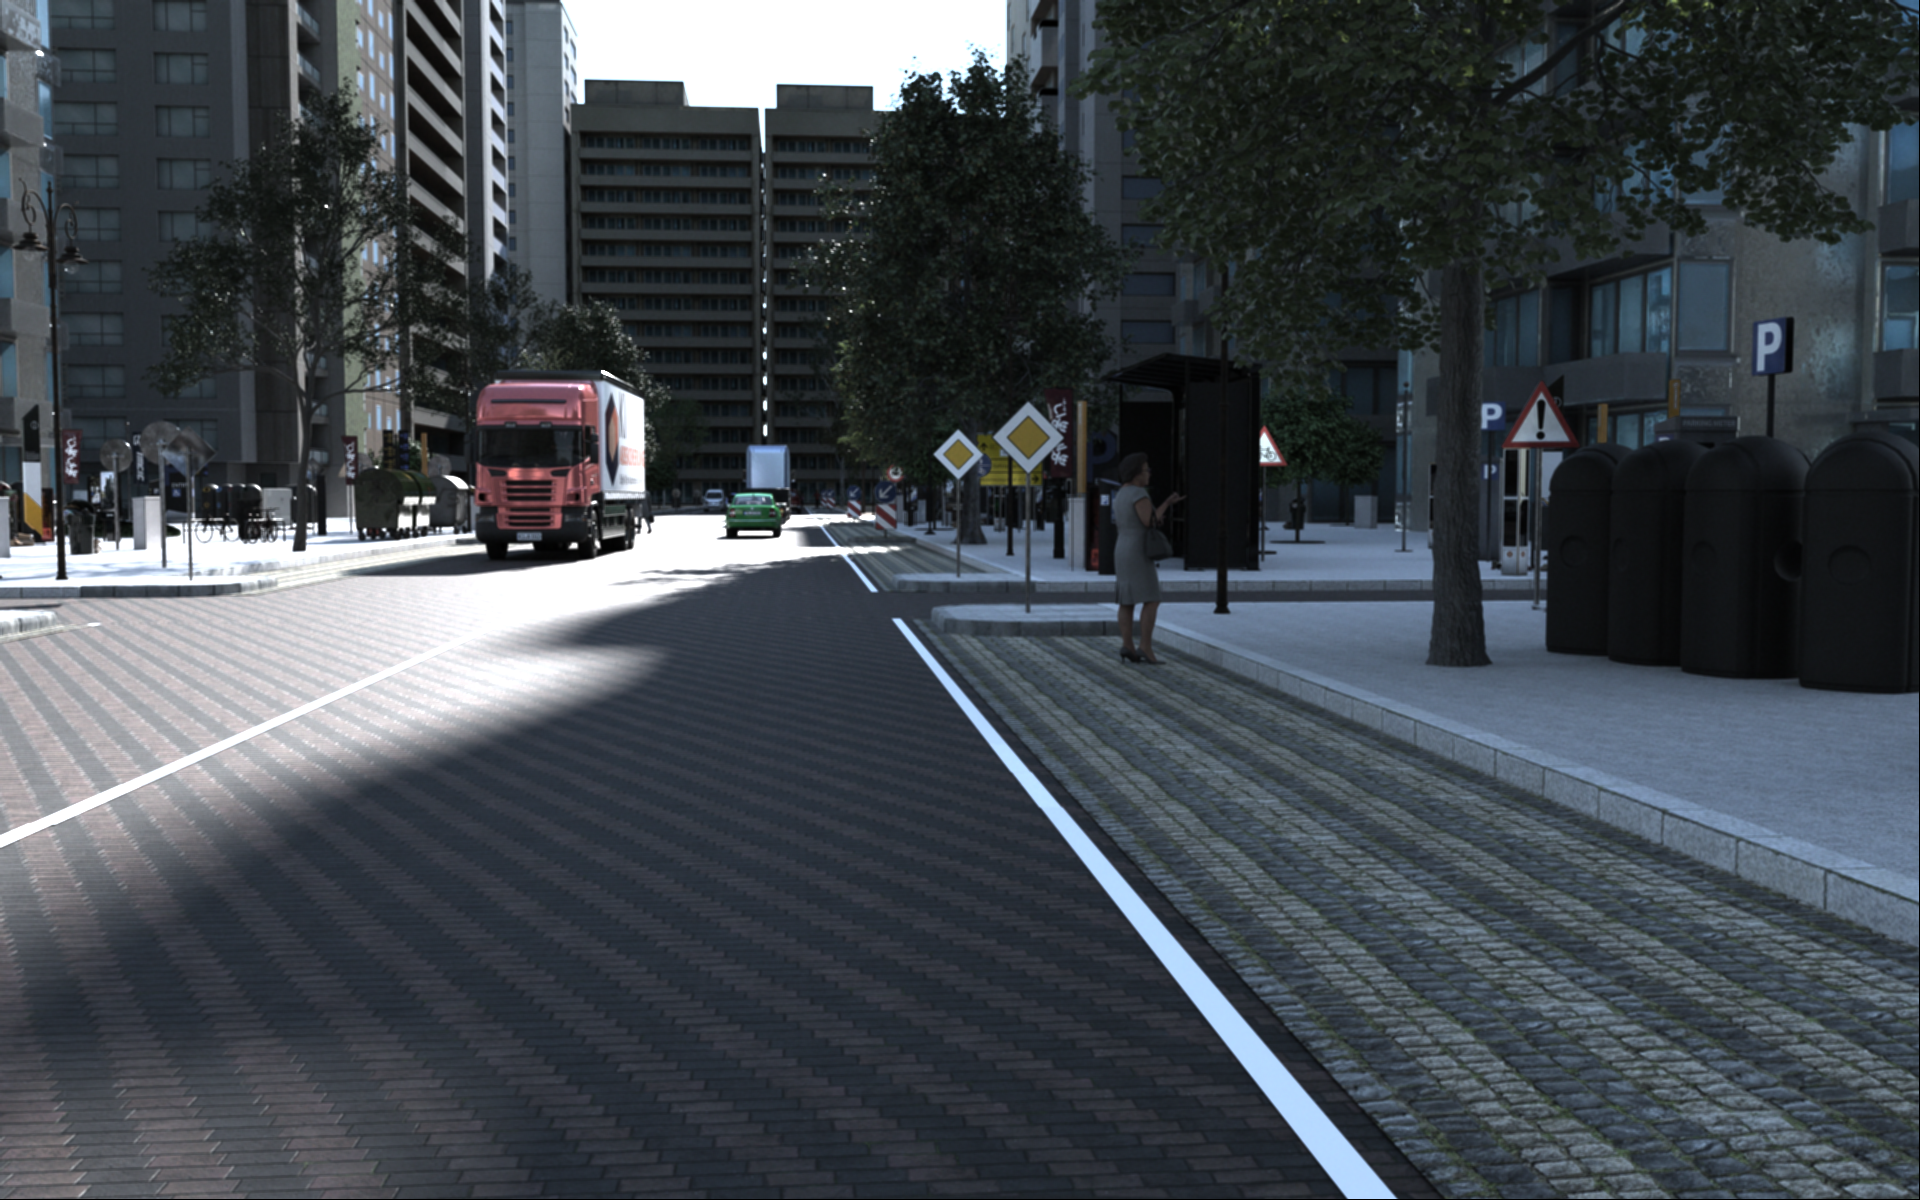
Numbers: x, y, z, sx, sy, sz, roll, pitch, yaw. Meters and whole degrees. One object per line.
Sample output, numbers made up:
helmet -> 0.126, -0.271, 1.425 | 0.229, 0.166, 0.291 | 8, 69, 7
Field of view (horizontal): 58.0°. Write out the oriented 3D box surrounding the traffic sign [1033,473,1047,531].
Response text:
traffic sign -> 2.570, -3.657, 59.790 | 0.884, 2.594, 0.081 | 0, 4, 2

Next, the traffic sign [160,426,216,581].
traffic sign -> -11.373, -1.340, 25.558 | 0.795, 2.450, 0.064 | 0, 4, -5

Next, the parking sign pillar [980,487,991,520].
parking sign pillar -> 0.665, -5.235, 74.067 | 1.447, 3.967, 1.447 | 1, 4, 21

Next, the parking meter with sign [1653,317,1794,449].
parking meter with sign -> 7.283, -1.282, 17.214 | 1.738, 3.016, 0.543 | -1, 4, -9

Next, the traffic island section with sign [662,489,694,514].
traffic island section with sign -> -20.745, -7.237, 126.948 | 1.989, 1.847, 2.006 | 0, 4, -5

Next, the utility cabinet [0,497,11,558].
utility cabinet -> -19.283, -1.417, 34.324 | 0.306, 1.237, 1.020 | 0, 4, 5

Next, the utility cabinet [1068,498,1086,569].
utility cabinet -> 2.168, -1.169, 30.281 | 0.306, 1.237, 1.020 | -1, 4, -12

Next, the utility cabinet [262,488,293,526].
utility cabinet -> -26.924, -3.651, 68.378 | 0.318, 1.500, 1.173 | 2, 4, 29

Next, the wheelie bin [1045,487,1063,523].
wheelie bin -> 4.191, -4.272, 77.756 | 0.980, 1.594, 0.693 | 3, 5, 43

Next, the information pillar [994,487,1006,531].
information pillar -> 1.377, -3.400, 60.075 | 0.304, 2.012, 0.304 | 2, 4, 34

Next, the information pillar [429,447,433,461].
information pillar -> -26.342, -5.807, 86.305 | 0.183, 3.616, 0.504 | -2, 4, -26

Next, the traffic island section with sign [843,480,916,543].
traffic island section with sign -> -2.341, -2.603, 51.184 | 1.989, 1.847, 2.006 | 0, 4, -5

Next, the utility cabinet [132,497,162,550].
utility cabinet -> -18.851, -1.773, 40.157 | 0.306, 1.237, 1.020 | 0, 4, -5

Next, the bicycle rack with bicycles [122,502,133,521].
bicycle rack with bicycles -> -38.873, -4.174, 81.632 | 2.925, 0.926, 2.852 | 0, 4, 1

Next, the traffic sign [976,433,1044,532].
traffic sign -> 1.656, -3.912, 57.826 | 2.265, 3.308, 0.079 | 0, 3, 0

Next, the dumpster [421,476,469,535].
dumpster -> -16.443, -3.023, 55.178 | 1.264, 1.857, 1.865 | 0, 4, -5

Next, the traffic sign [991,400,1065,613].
traffic sign -> 0.731, -0.919, 18.667 | 0.795, 2.450, 0.064 | 0, 4, -5

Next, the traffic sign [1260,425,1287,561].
traffic sign -> 5.766, -2.013, 32.916 | 0.884, 2.594, 0.081 | 0, 4, 1

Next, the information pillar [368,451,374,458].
information pillar -> -32.125, -6.297, 94.303 | 0.504, 3.616, 0.183 | -1, 4, -10

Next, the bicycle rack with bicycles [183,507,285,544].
bicycle rack with bicycles -> -18.913, -1.975, 45.670 | 2.852, 0.926, 2.925 | 1, 4, 12

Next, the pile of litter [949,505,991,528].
pile of litter -> 0.109, -3.166, 65.731 | 1.176, 0.858, 1.719 | 3, 4, 37

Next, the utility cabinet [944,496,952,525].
utility cabinet -> -0.510, -3.671, 71.190 | 0.306, 1.237, 1.020 | 0, 4, -5

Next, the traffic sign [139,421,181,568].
traffic sign -> -13.897, -1.839, 30.178 | 0.768, 2.556, 0.104 | 0, 4, -3

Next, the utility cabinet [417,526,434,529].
utility cabinet -> -19.299, -3.108, 61.983 | 1.020, 1.237, 0.306 | 0, 4, -2

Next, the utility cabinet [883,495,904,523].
utility cabinet -> -2.879, -4.029, 77.038 | 1.020, 1.237, 0.306 | 1, 4, 9

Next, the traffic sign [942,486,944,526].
traffic sign -> -0.696, -4.259, 69.741 | 0.768, 2.556, 0.104 | 0, 4, 2

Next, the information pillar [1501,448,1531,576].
information pillar -> 8.756, -1.395, 27.297 | 0.304, 2.012, 0.304 | -3, 5, -41

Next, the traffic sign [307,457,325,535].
traffic sign -> -20.315, -3.254, 54.380 | 0.795, 2.450, 0.064 | 0, 4, -1

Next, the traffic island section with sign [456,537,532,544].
traffic island section with sign -> -13.415, -2.539, 50.140 | 1.989, 1.847, 2.006 | 0, 4, -5

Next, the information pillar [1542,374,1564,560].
information pillar -> 11.545, -2.601, 33.883 | 0.504, 3.616, 0.183 | 1, 4, 12

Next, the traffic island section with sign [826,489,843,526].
traffic island section with sign -> -4.905, -4.244, 78.017 | 1.989, 1.847, 2.006 | 0, 4, -5

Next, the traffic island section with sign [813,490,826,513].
traffic island section with sign -> -9.673, -7.301, 127.992 | 1.989, 1.847, 2.006 | 0, 4, -5

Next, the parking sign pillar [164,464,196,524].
parking sign pillar -> -34.264, -5.341, 75.800 | 1.447, 3.967, 1.447 | -1, 4, -11

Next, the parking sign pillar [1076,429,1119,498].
parking sign pillar -> 4.263, -3.968, 53.341 | 1.447, 3.967, 1.447 | -1, 4, -16

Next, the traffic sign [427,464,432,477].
traffic sign -> -22.765, -4.536, 74.275 | 0.768, 2.556, 0.104 | 0, 3, 0

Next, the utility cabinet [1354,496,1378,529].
utility cabinet -> 15.045, -3.243, 64.184 | 0.306, 1.237, 1.020 | -2, 4, -24

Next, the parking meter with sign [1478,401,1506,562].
parking meter with sign -> 10.297, -2.278, 33.512 | 0.543, 3.016, 1.738 | 1, 4, 20

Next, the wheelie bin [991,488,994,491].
wheelie bin -> 1.946, -5.397, 96.149 | 0.980, 1.594, 0.693 | -2, 4, -23

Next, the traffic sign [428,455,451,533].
traffic sign -> -17.042, -3.463, 56.726 | 0.768, 2.556, 0.104 | 0, 4, -1

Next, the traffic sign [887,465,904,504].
traffic sign -> -2.730, -4.485, 73.443 | 0.768, 2.556, 0.104 | 0, 3, 0

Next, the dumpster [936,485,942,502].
dumpster -> -0.860, -5.707, 99.072 | 1.264, 1.857, 1.865 | 0, 4, -6

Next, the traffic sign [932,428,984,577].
traffic sign -> -0.028, -1.405, 26.616 | 0.795, 2.450, 0.064 | 0, 4, -5

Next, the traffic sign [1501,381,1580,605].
traffic sign -> 6.684, -1.223, 20.005 | 0.884, 2.594, 0.081 | 0, 4, 4

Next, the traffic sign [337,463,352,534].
traffic sign -> -19.563, -3.399, 55.583 | 0.884, 2.594, 0.081 | 0, 4, 1

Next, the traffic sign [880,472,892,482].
traffic sign -> -4.228, -6.064, 99.248 | 0.768, 2.556, 0.104 | 0, 4, -5

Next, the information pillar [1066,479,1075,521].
information pillar -> 5.326, -4.816, 83.241 | 0.304, 2.012, 0.304 | 3, 5, 42

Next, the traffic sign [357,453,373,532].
traffic sign -> -18.463, -3.256, 53.335 | 0.768, 2.556, 0.104 | 0, 4, -3

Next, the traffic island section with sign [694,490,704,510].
traffic island section with sign -> -23.310, -8.878, 153.782 | 1.989, 1.847, 2.006 | 0, 4, -5

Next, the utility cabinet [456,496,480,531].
utility cabinet -> -17.404, -3.065, 61.268 | 0.306, 1.237, 1.020 | 2, 4, 35

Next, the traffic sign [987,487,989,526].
traffic sign -> 1.114, -4.254, 69.658 | 0.768, 2.556, 0.104 | 0, 4, 3

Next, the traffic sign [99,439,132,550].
traffic sign -> -19.384, -2.426, 39.778 | 0.768, 2.556, 0.104 | 0, 4, 3

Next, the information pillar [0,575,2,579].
information pillar -> -14.739, -2.138, 26.305 | 0.183, 3.616, 0.504 | -2, 4, -34

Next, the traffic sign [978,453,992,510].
traffic sign -> 0.576, -3.211, 52.601 | 0.768, 2.556, 0.104 | 0, 4, 4

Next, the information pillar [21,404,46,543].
information pillar -> -24.070, -3.277, 44.940 | 0.183, 3.616, 0.504 | 1, 4, 22

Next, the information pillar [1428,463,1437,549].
information pillar -> 11.231, -2.216, 40.718 | 0.304, 2.012, 0.304 | -3, 4, -39
